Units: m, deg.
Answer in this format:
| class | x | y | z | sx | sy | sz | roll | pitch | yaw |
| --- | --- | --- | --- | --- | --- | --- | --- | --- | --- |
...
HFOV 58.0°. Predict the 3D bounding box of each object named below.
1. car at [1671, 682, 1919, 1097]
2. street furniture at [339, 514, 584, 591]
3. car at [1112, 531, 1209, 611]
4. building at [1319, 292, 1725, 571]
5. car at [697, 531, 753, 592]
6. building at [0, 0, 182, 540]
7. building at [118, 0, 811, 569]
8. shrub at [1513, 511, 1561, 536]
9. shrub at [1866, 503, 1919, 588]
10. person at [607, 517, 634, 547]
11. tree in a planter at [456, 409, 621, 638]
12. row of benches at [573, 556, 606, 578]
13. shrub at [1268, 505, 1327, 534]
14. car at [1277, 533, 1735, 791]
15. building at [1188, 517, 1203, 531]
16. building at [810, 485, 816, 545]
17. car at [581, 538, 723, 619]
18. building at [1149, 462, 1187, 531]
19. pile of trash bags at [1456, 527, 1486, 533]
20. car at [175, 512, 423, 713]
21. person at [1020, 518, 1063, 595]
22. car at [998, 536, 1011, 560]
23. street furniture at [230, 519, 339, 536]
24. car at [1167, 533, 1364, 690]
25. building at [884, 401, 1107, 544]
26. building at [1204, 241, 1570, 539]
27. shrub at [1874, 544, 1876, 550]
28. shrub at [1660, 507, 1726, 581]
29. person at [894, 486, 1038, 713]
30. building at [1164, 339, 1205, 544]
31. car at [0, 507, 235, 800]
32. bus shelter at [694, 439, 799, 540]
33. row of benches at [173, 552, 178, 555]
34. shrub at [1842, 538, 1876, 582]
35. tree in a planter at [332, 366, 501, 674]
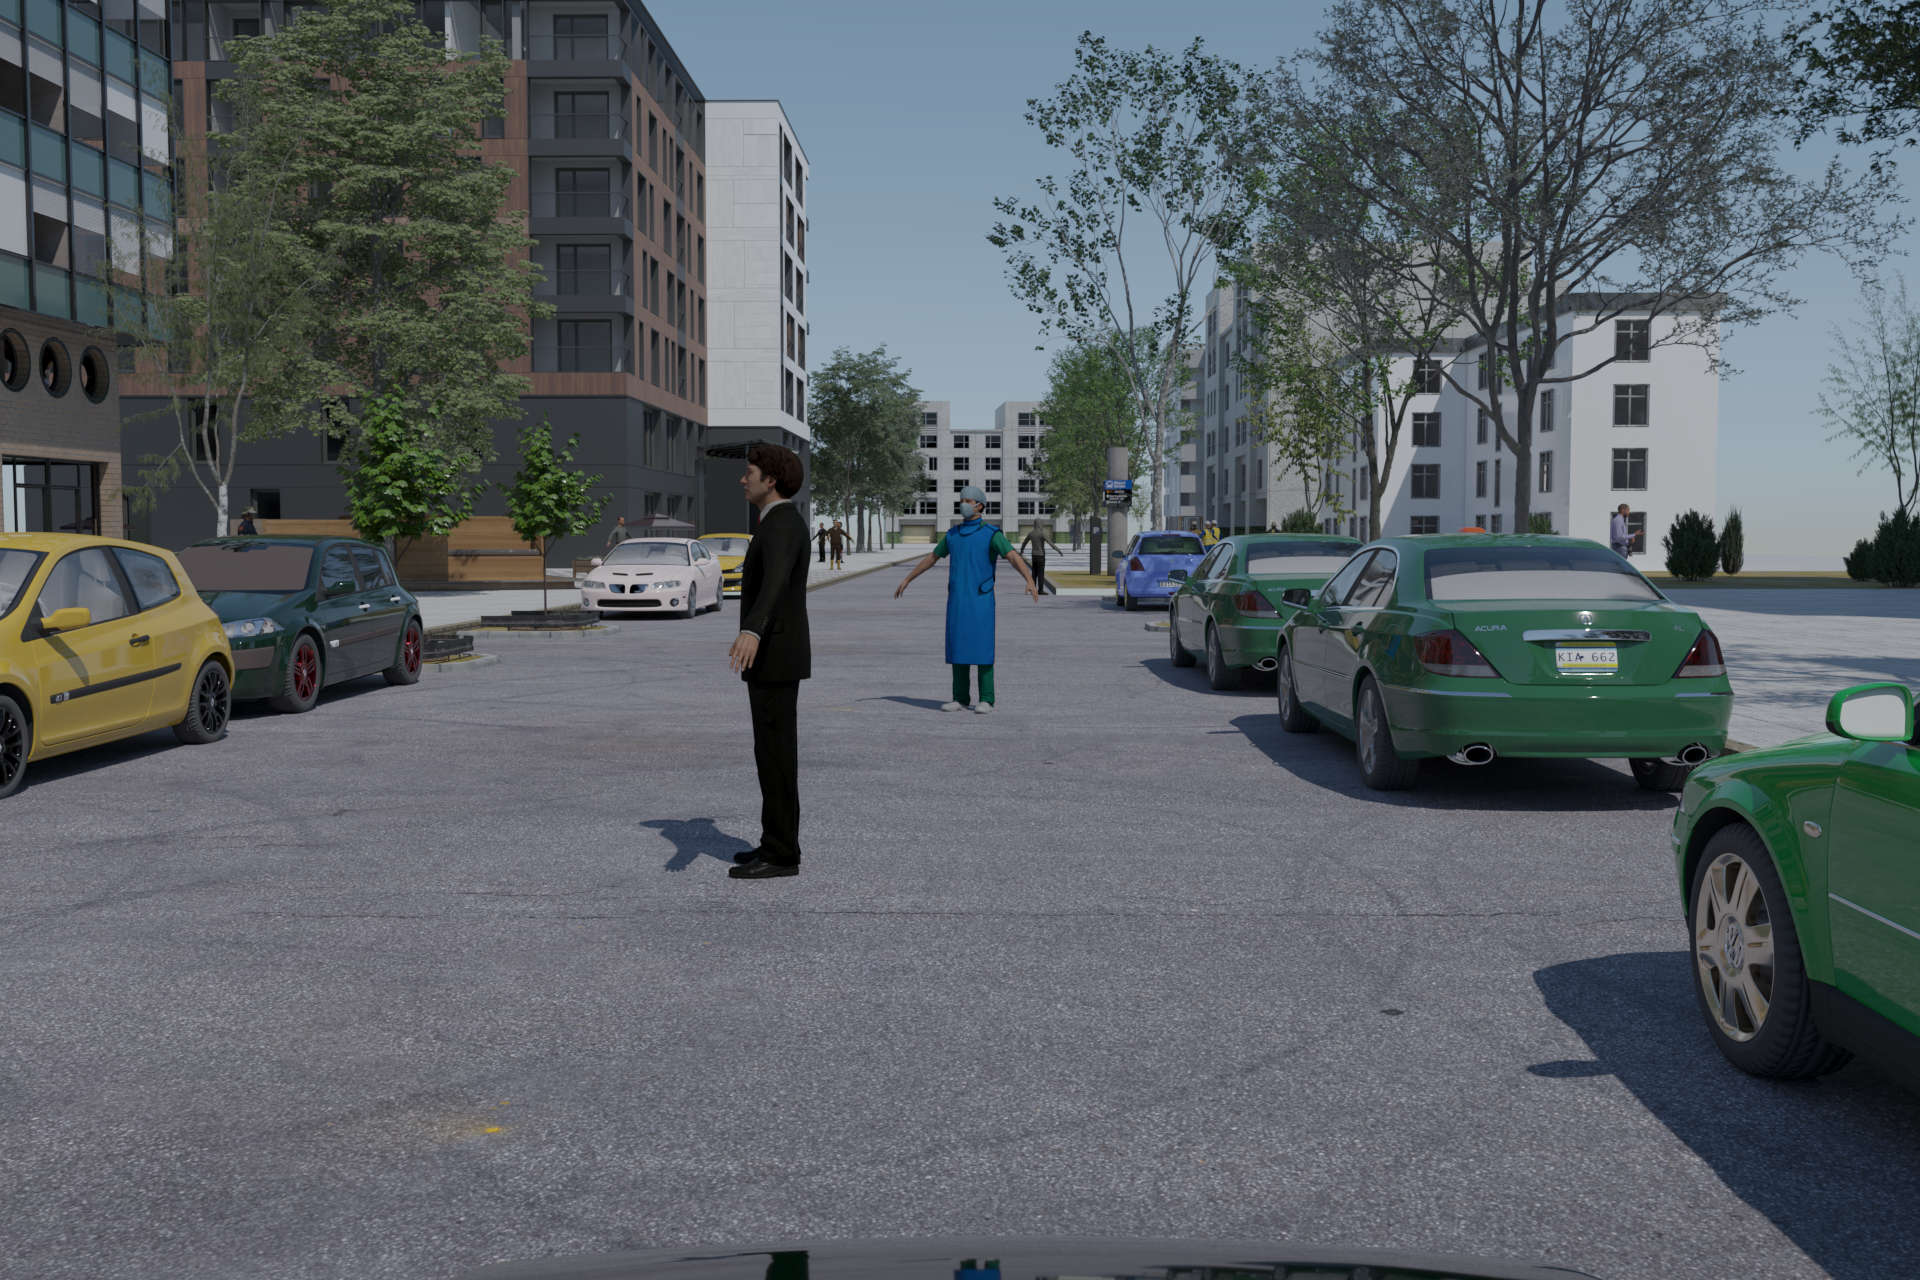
| class | x | y | z | sx | sy | sz | roll | pitch | yaw |
| --- | --- | --- | --- | --- | --- | --- | --- | --- | --- |
| car | 2.886 | 0.343 | 3.190 | 1.959 | 1.807 | 4.718 | 0 | 4 | 2 |
| street furniture | -13.745 | -2.179 | 42.489 | 11.010 | 1.723 | 9.812 | -2 | 4 | -25 |
| car | 3.933 | -1.462 | 33.496 | 1.945 | 1.707 | 3.694 | 0 | 4 | 1 |
| building | 22.381 | -8.086 | 74.352 | 9.099 | 9.664 | 28.070 | 0 | 4 | 2 |
| car | -5.342 | -1.786 | 39.424 | 2.015 | 1.641 | 3.980 | 0 | 4 | 1 |
| building | -30.769 | -13.246 | 23.152 | 21.656 | 26.213 | 47.522 | 0 | 4 | 1 |
| building | -22.508 | -14.432 | 79.931 | 27.936 | 21.610 | 32.646 | 0 | 4 | 1 |
| shrub | 18.320 | -3.104 | 55.162 | 1.690 | 2.028 | 1.600 | 0 | 3 | 0 |
| shrub | 22.720 | -2.284 | 41.755 | 1.690 | 2.028 | 1.600 | 0 | 3 | 0 |
| person | -10.228 | -2.819 | 52.368 | 0.705 | 1.796 | 1.348 | 2 | 4 | 33 |
| tree in a planter | -5.955 | -1.685 | 24.772 | 1.991 | 3.239 | 1.994 | 0 | 4 | 1 |
| row of benches | -9.209 | -2.032 | 48.679 | 4.104 | 0.672 | 1.422 | 2 | 4 | 34 |
| shrub | 9.353 | -2.668 | 47.663 | 1.661 | 2.075 | 1.752 | 0 | 3 | 0 |
| car | 3.222 | 0.043 | 11.099 | 2.131 | 1.459 | 4.920 | 0 | 4 | 1 |
| building | 29.512 | -20.092 | 184.930 | 16.016 | 20.090 | 11.380 | 0 | 4 | 1 |
| building | -21.397 | -16.024 | 204.132 | 9.099 | 9.664 | 28.070 | 0 | 4 | 1 |
| car | -5.390 | -1.127 | 30.786 | 2.083 | 1.381 | 4.827 | 0 | 4 | 2 |
| building | 27.892 | -15.914 | 202.344 | 9.099 | 9.664 | 28.070 | 0 | 4 | 1 |
| pile of trash bags | 6.547 | -0.693 | 21.081 | 1.912 | 1.369 | 3.447 | 0 | 4 | 2 |
| car | -6.066 | -0.325 | 15.102 | 2.009 | 1.686 | 4.222 | 0 | 4 | 1 |
| person | 1.862 | -1.967 | 40.741 | 0.705 | 1.813 | 1.348 | -3 | 5 | -44 |
| car | 1.919 | -5.446 | 98.628 | 1.945 | 1.707 | 3.694 | 0 | 4 | 1 |
| street furniture | -18.599 | -2.938 | 54.895 | 11.010 | 1.723 | 9.812 | 3 | 5 | 39 |
| car | 3.210 | -0.336 | 17.296 | 2.131 | 1.459 | 4.920 | 0 | 4 | 0 |
| building | 5.461 | -22.509 | 236.929 | 31.486 | 18.905 | 16.747 | 0 | 4 | -4 |
| building | 26.230 | -15.104 | 113.409 | 16.747 | 18.905 | 31.486 | 0 | 4 | 1 |
| shrub | 29.323 | -2.690 | 55.099 | 1.383 | 1.207 | 1.383 | 0 | 3 | 0 |
| shrub | 20.016 | -2.623 | 47.301 | 1.690 | 2.028 | 1.600 | 0 | 3 | 0 |
| person | 0.078 | -0.327 | 13.934 | 1.347 | 1.817 | 0.704 | 2 | 4 | 33 |
| building | 25.097 | -19.089 | 168.530 | 16.016 | 20.090 | 11.380 | 0 | 4 | 1 |
| car | -5.972 | -0.016 | 10.488 | 2.015 | 1.641 | 3.980 | 0 | 4 | 1 |
| bus shelter | -5.575 | -3.347 | 46.000 | 1.731 | 3.624 | 6.357 | 0 | 4 | 3 |
| row of benches | -26.649 | -2.724 | 59.994 | 1.422 | 0.672 | 4.104 | -3 | 4 | -37 |
| shrub | 24.444 | -2.186 | 46.856 | 1.383 | 1.207 | 1.383 | 0 | 3 | 0 |
| tree in a planter | -6.082 | -1.308 | 18.609 | 1.991 | 3.239 | 1.994 | 0 | 4 | 2 |
